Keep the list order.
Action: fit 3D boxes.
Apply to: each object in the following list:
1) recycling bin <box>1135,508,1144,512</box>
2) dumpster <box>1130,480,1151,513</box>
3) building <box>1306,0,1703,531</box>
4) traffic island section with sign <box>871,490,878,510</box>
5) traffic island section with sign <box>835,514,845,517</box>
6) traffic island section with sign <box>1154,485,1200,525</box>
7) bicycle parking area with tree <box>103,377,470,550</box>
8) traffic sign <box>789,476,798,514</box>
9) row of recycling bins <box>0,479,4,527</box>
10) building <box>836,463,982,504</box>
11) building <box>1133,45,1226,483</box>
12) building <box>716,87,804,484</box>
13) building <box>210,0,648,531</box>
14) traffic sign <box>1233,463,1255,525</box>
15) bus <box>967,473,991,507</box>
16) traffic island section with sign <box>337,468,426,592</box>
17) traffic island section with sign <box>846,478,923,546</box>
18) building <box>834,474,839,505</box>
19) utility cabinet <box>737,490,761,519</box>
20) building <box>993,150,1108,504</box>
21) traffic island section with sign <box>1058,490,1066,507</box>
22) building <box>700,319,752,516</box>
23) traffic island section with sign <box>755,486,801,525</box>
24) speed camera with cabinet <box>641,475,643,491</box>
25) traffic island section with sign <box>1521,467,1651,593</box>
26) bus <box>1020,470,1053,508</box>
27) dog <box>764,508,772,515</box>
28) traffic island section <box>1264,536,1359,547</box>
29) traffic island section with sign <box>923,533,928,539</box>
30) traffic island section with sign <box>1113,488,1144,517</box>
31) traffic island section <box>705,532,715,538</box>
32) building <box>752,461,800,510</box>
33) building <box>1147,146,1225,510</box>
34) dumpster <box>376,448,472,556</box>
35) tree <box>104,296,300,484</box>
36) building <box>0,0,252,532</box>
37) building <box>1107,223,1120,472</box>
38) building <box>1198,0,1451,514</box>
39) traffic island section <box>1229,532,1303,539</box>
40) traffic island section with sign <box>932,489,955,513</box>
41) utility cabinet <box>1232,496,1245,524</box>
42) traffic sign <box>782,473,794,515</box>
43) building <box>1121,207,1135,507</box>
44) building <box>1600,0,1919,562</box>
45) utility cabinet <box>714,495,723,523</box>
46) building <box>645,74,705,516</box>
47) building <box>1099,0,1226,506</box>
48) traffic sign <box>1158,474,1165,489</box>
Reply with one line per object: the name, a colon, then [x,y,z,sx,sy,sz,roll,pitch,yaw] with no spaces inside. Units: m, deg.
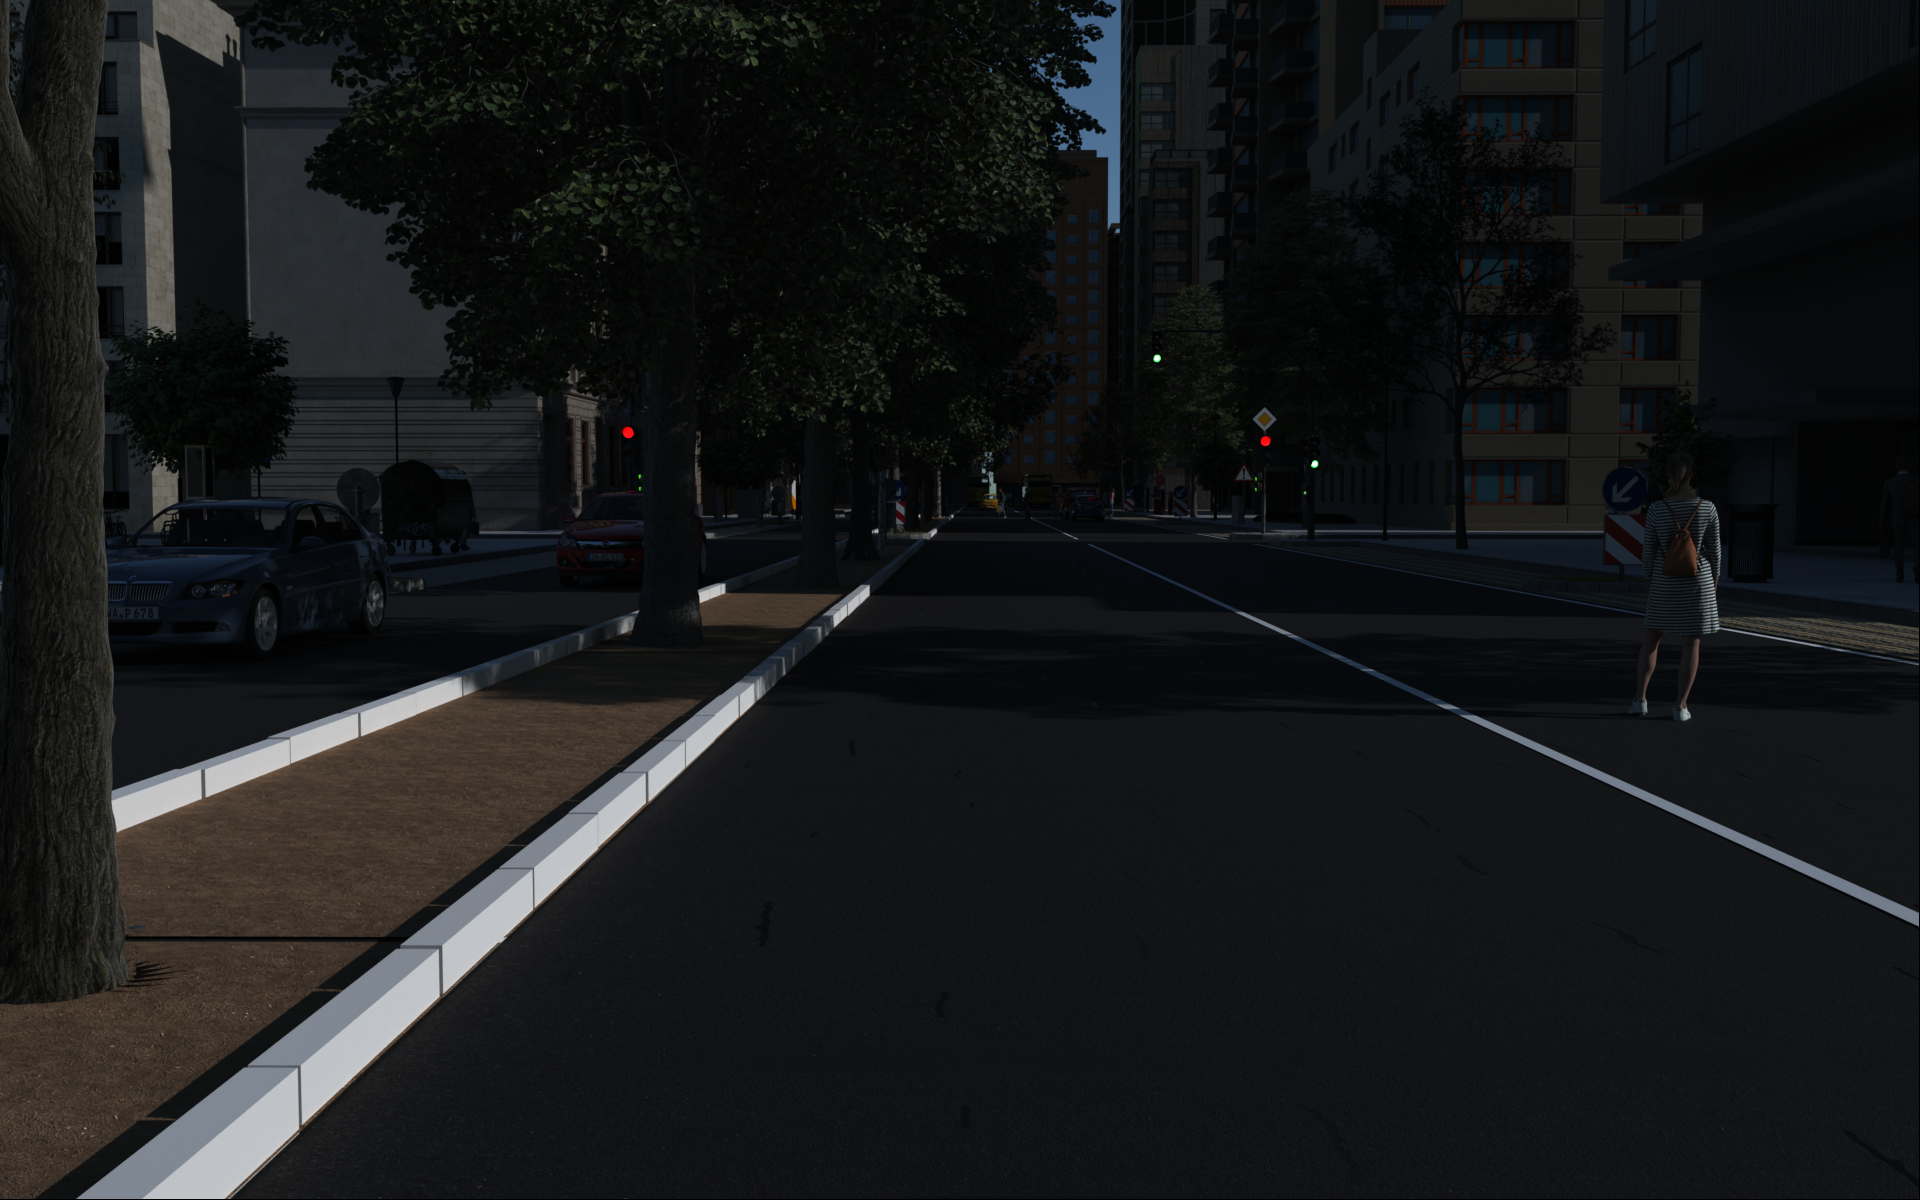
recycling bin: [12.841,-6.806,123.839,0.722,1.027,0.722,0,4,6]
dumpster: [12.544,-7.254,121.092,1.502,2.255,1.985,0,4,1]
building: [31.741,-13.971,73.459,28.899,21.520,27.650,0,4,1]
traffic island section with sign: [-7.723,-9.144,158.126,1.989,1.847,2.006,0,4,1]
traffic island section with sign: [-8.236,-6.088,108.171,1.989,1.847,2.006,0,4,1]
traffic island section with sign: [10.089,-4.410,80.728,1.989,1.847,2.006,0,4,1]
bicycle parking area with tree: [-16.354,-3.390,42.423,8.231,4.147,9.016,1,4,9]
traffic sign: [-10.759,-6.771,110.809,0.768,2.556,0.104,0,4,4]
row of recycling bins: [-28.424,-2.561,48.981,3.534,1.692,1.069,0,4,6]
building: [-11.105,-41.937,227.664,28.212,58.520,21.231,0,4,1]
building: [23.140,-29.245,161.744,14.154,41.232,14.086,0,4,1]
building: [-19.964,-28.655,152.110,14.154,41.232,14.086,0,4,1]
building: [-19.560,-14.269,69.448,11.583,22.565,21.152,0,4,1]
traffic sign: [11.800,-4.406,72.041,0.884,2.594,0.081,0,4,6]
bus: [2.165,-12.874,202.028,2.896,3.916,12.252,0,4,1]
traffic island section with sign: [-9.085,-1.045,25.713,1.989,1.847,2.006,0,4,1]
traffic island section with sign: [-2.130,-2.467,48.466,2.006,1.907,1.989,0,4,1]
building: [-25.180,-30.376,188.524,23.993,40.220,32.217,0,4,1]
utility cabinet: [-10.919,-4.952,89.640,1.173,1.500,0.318,-1,4,-11]
building: [11.492,-35.141,224.666,14.200,45.320,14.600,0,4,1]
traffic island section with sign: [11.172,-10.791,185.059,1.989,1.847,2.006,0,4,1]
building: [-20.234,-17.044,108.350,12.332,23.373,15.834,0,4,1]
traffic island section with sign: [-8.505,-4.440,81.217,1.989,1.847,2.006,0,4,1]
speed camera with cabinet: [-11.061,-4.218,63.301,0.660,3.252,2.038,1,4,19]
traffic island section with sign: [9.545,-1.057,25.905,1.989,1.847,2.006,0,4,1]
bus: [7.974,-11.538,180.186,2.896,3.916,12.252,0,4,-1]
dog: [-11.022,-5.030,99.072,0.540,0.507,0.406,-1,4,-10]
traffic island section: [9.758,-1.579,48.105,2.009,0.180,2.903,0,4,1]
traffic island section with sign: [-2.044,-2.920,55.873,2.006,1.907,1.989,0,4,1]
traffic island section with sign: [10.378,-6.069,107.854,1.989,1.847,2.006,0,4,1]
traffic island section: [-9.100,-2.080,56.289,2.009,0.180,2.903,0,4,1]
building: [-20.599,-22.426,138.374,14.160,30.474,14.107,0,4,1]
building: [22.861,-23.015,148.004,14.160,30.474,14.107,0,4,1]
dumpster: [-11.341,-2.087,36.616,1.502,2.255,1.985,0,4,1]
tree: [-12.643,-2.775,29.081,4.285,4.588,4.351,0,3,0]
building: [-35.757,-12.770,63.543,16.860,20.320,10.420,0,4,1]
building: [30.909,-33.095,232.983,23.993,40.220,32.217,0,4,1]
building: [28.275,-28.218,115.988,22.147,44.769,28.867,0,4,1]
traffic island section: [9.840,-2.068,56.090,2.009,0.180,2.903,0,4,1]
traffic island section with sign: [-1.282,-7.515,131.007,2.006,1.907,1.989,0,4,1]
utility cabinet: [11.810,-3.812,73.496,0.306,1.237,1.020,0,4,-7]
traffic sign: [-10.368,-6.366,104.195,0.768,2.556,0.104,1,4,10]
building: [23.322,-24.744,176.266,14.160,30.474,14.107,0,4,1]
building: [29.518,-26.950,29.874,28.713,52.752,27.495,0,4,1]
utility cabinet: [-10.969,-4.120,78.516,0.306,1.237,1.020,-1,4,-15]
building: [-21.282,-18.615,90.254,13.634,28.700,20.117,0,4,1]
building: [26.606,-46.131,192.487,20.563,71.187,20.611,0,4,1]
traffic sign: [12.800,-6.807,111.396,0.768,2.556,0.104,0,4,5]
